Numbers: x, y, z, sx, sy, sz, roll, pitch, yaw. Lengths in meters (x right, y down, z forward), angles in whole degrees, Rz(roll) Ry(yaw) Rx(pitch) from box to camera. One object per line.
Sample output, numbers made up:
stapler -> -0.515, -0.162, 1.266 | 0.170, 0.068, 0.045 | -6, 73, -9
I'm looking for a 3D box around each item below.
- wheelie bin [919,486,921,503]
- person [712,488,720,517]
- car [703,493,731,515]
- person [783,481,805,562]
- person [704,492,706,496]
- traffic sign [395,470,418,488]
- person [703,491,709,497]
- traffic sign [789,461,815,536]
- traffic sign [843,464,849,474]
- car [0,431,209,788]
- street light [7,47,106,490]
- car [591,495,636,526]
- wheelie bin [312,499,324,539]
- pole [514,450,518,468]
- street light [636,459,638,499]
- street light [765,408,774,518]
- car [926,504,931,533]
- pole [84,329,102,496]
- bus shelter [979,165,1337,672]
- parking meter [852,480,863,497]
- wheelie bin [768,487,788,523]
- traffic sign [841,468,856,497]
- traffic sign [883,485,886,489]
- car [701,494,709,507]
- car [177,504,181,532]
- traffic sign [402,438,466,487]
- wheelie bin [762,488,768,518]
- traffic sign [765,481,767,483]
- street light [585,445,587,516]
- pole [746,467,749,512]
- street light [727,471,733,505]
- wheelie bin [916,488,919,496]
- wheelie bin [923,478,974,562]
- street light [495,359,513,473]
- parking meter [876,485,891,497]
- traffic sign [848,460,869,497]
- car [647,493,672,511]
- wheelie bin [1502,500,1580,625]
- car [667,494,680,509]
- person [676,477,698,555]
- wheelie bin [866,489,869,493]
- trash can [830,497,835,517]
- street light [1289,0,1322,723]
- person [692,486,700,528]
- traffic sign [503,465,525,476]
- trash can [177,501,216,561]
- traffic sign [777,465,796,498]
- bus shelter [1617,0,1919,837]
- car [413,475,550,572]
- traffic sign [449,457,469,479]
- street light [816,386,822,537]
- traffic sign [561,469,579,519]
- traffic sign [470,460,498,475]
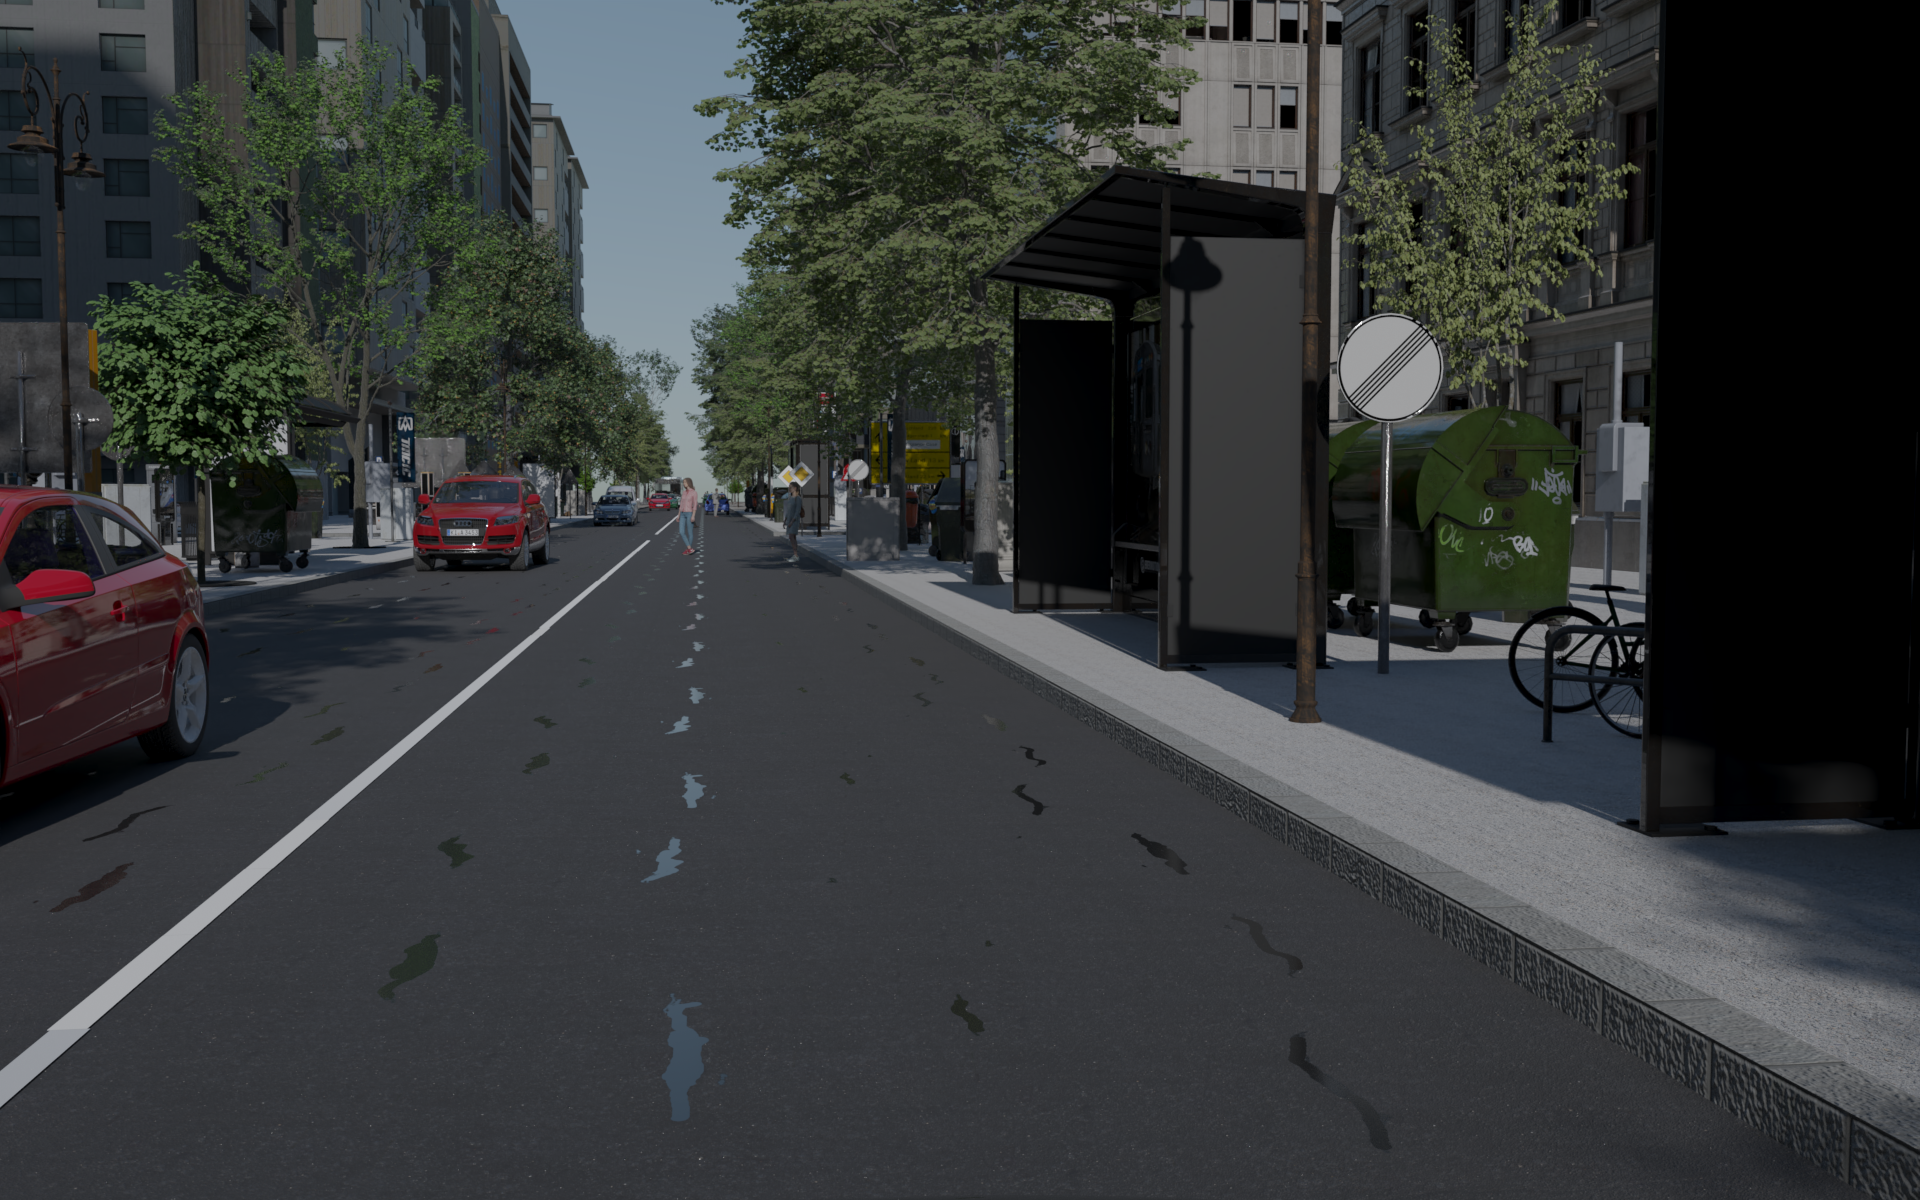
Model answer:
wheelie bin -> -0.212, -1.697, 35.659 | 0.693, 1.594, 0.980 | 2, 4, 35
person -> -15.074, -6.044, 107.526 | 0.606, 1.804, 0.583 | 2, 4, 25
car -> -16.826, -6.755, 120.042 | 1.945, 1.707, 3.694 | -1, 4, -8
person -> -3.547, -1.679, 36.953 | 0.522, 1.701, 0.512 | -3, 4, -38
person -> -35.956, -14.390, 244.687 | 0.541, 1.710, 0.530 | 1, 4, 15
traffic sign -> -19.350, -3.633, 60.591 | 0.795, 2.450, 0.064 | 0, 4, 1
person -> -35.828, -14.528, 245.665 | 1.348, 1.869, 0.705 | -1, 4, -15
traffic sign -> -4.794, -2.986, 52.470 | 0.795, 2.450, 0.064 | -1, 4, -8
traffic sign -> -4.386, -4.327, 70.847 | 0.768, 2.556, 0.104 | 0, 4, -1
car -> -4.897, 0.070, 7.902 | 2.155, 1.783, 4.494 | 0, 4, -7
street light -> -9.581, -2.797, 18.524 | 0.468, 5.910, 1.993 | -1, 4, -8
car -> -15.789, -4.104, 79.098 | 2.014, 1.417, 4.499 | -1, 4, -9
wheelie bin -> -18.794, -2.574, 49.990 | 0.980, 1.594, 0.693 | 0, 4, -2
pole -> -20.632, -5.304, 80.566 | 0.158, 3.312, 0.155 | 0, 3, 0
street light -> -33.004, -12.472, 176.712 | 0.468, 5.910, 1.993 | -1, 4, -8
street light -> -10.210, -7.329, 92.612 | 0.468, 5.910, 1.993 | -1, 4, -8
car -> -0.339, -2.796, 58.077 | 4.827, 1.381, 2.083 | 0, 4, -7
pole -> -10.829, -1.697, 21.595 | 0.158, 3.312, 0.155 | 0, 3, 0
bus shelter -> 1.507, -1.488, 15.605 | 1.731, 3.624, 6.357 | -1, 4, -8
parking meter -> -3.954, -3.743, 66.909 | 0.399, 1.863, 0.255 | -2, 4, -34
wheelie bin -> -7.997, -4.273, 77.764 | 0.980, 1.594, 0.693 | 0, 4, -6
traffic sign -> -4.333, -4.243, 69.382 | 0.884, 2.594, 0.081 | 0, 4, -4
traffic sign -> -2.768, -3.883, 63.598 | 0.768, 2.556, 0.104 | 0, 4, -6
car -> -27.303, -10.889, 189.835 | 2.131, 1.459, 4.920 | -1, 4, -10
car -> -26.620, -2.523, 53.614 | 4.827, 1.381, 2.083 | 0, 4, -8
traffic sign -> -19.103, -4.220, 62.875 | 2.265, 3.308, 0.079 | 0, 4, -7
wheelie bin -> -10.258, -5.291, 94.408 | 0.980, 1.594, 0.693 | -1, 4, -22
traffic sign -> -15.186, -8.058, 133.874 | 0.606, 2.300, 0.079 | 0, 4, 1
street light -> -21.913, -7.860, 101.302 | 0.468, 5.910, 1.993 | -1, 4, -8
pole -> -15.303, -8.012, 124.844 | 0.158, 3.312, 0.155 | 0, 3, 0
street light -> -27.586, -14.486, 209.630 | 0.468, 5.910, 1.993 | -1, 4, -8
wheelie bin -> -1.328, -3.555, 66.028 | 0.693, 1.594, 0.980 | 3, 4, 37
wheelie bin -> -0.067, -1.543, 33.135 | 0.980, 1.594, 0.693 | 2, 4, 31
street light -> -15.616, -5.300, 59.451 | 0.468, 5.910, 1.993 | -1, 4, -8
parking meter -> -2.793, -3.239, 61.362 | 0.372, 1.533, 0.369 | 0, 3, 0
traffic sign -> -3.767, -3.920, 64.203 | 0.768, 2.556, 0.104 | 0, 4, 1
car -> -25.601, -8.467, 147.483 | 2.155, 1.783, 4.494 | -1, 4, -10
wheelie bin -> 5.729, -0.574, 17.290 | 0.693, 1.594, 0.980 | 3, 4, 38
car -> -27.369, -9.224, 162.603 | 2.131, 1.459, 4.920 | -1, 4, -9
person -> -6.445, -1.977, 40.827 | 0.555, 1.821, 0.388 | 1, 4, 23
wheelie bin -> -6.051, -6.254, 110.165 | 0.980, 1.594, 0.693 | -3, 5, -39
trash can -> -7.548, -5.514, 101.804 | 0.748, 1.137, 0.748 | 0, 3, 0
street light -> 1.949, -2.251, 9.592 | 0.468, 5.910, 1.993 | -1, 4, -8
person -> -11.232, -3.923, 73.043 | 0.661, 1.777, 0.834 | 3, 4, 36
traffic sign -> -15.209, -3.387, 59.027 | 0.795, 2.450, 0.064 | -1, 4, -8
trash can -> -14.664, -1.326, 33.334 | 0.748, 1.137, 0.748 | 0, 3, 0
traffic sign -> -5.962, -3.470, 60.370 | 0.795, 2.450, 0.064 | -1, 4, -8
bus shelter -> 3.502, -0.749, 3.537 | 1.731, 3.624, 6.357 | -1, 4, -8
car -> -9.253, -1.535, 33.777 | 2.281, 1.827, 5.304 | 0, 4, -6
traffic sign -> -17.721, -3.762, 61.518 | 0.884, 2.594, 0.081 | 0, 4, 1
street light -> -4.206, -4.821, 51.615 | 0.468, 5.910, 1.993 | -1, 4, -8
traffic sign -> -19.928, -5.413, 88.506 | 0.884, 2.594, 0.081 | 0, 4, -4
traffic sign -> -14.041, -2.904, 51.128 | 0.795, 2.450, 0.064 | -1, 4, -8
